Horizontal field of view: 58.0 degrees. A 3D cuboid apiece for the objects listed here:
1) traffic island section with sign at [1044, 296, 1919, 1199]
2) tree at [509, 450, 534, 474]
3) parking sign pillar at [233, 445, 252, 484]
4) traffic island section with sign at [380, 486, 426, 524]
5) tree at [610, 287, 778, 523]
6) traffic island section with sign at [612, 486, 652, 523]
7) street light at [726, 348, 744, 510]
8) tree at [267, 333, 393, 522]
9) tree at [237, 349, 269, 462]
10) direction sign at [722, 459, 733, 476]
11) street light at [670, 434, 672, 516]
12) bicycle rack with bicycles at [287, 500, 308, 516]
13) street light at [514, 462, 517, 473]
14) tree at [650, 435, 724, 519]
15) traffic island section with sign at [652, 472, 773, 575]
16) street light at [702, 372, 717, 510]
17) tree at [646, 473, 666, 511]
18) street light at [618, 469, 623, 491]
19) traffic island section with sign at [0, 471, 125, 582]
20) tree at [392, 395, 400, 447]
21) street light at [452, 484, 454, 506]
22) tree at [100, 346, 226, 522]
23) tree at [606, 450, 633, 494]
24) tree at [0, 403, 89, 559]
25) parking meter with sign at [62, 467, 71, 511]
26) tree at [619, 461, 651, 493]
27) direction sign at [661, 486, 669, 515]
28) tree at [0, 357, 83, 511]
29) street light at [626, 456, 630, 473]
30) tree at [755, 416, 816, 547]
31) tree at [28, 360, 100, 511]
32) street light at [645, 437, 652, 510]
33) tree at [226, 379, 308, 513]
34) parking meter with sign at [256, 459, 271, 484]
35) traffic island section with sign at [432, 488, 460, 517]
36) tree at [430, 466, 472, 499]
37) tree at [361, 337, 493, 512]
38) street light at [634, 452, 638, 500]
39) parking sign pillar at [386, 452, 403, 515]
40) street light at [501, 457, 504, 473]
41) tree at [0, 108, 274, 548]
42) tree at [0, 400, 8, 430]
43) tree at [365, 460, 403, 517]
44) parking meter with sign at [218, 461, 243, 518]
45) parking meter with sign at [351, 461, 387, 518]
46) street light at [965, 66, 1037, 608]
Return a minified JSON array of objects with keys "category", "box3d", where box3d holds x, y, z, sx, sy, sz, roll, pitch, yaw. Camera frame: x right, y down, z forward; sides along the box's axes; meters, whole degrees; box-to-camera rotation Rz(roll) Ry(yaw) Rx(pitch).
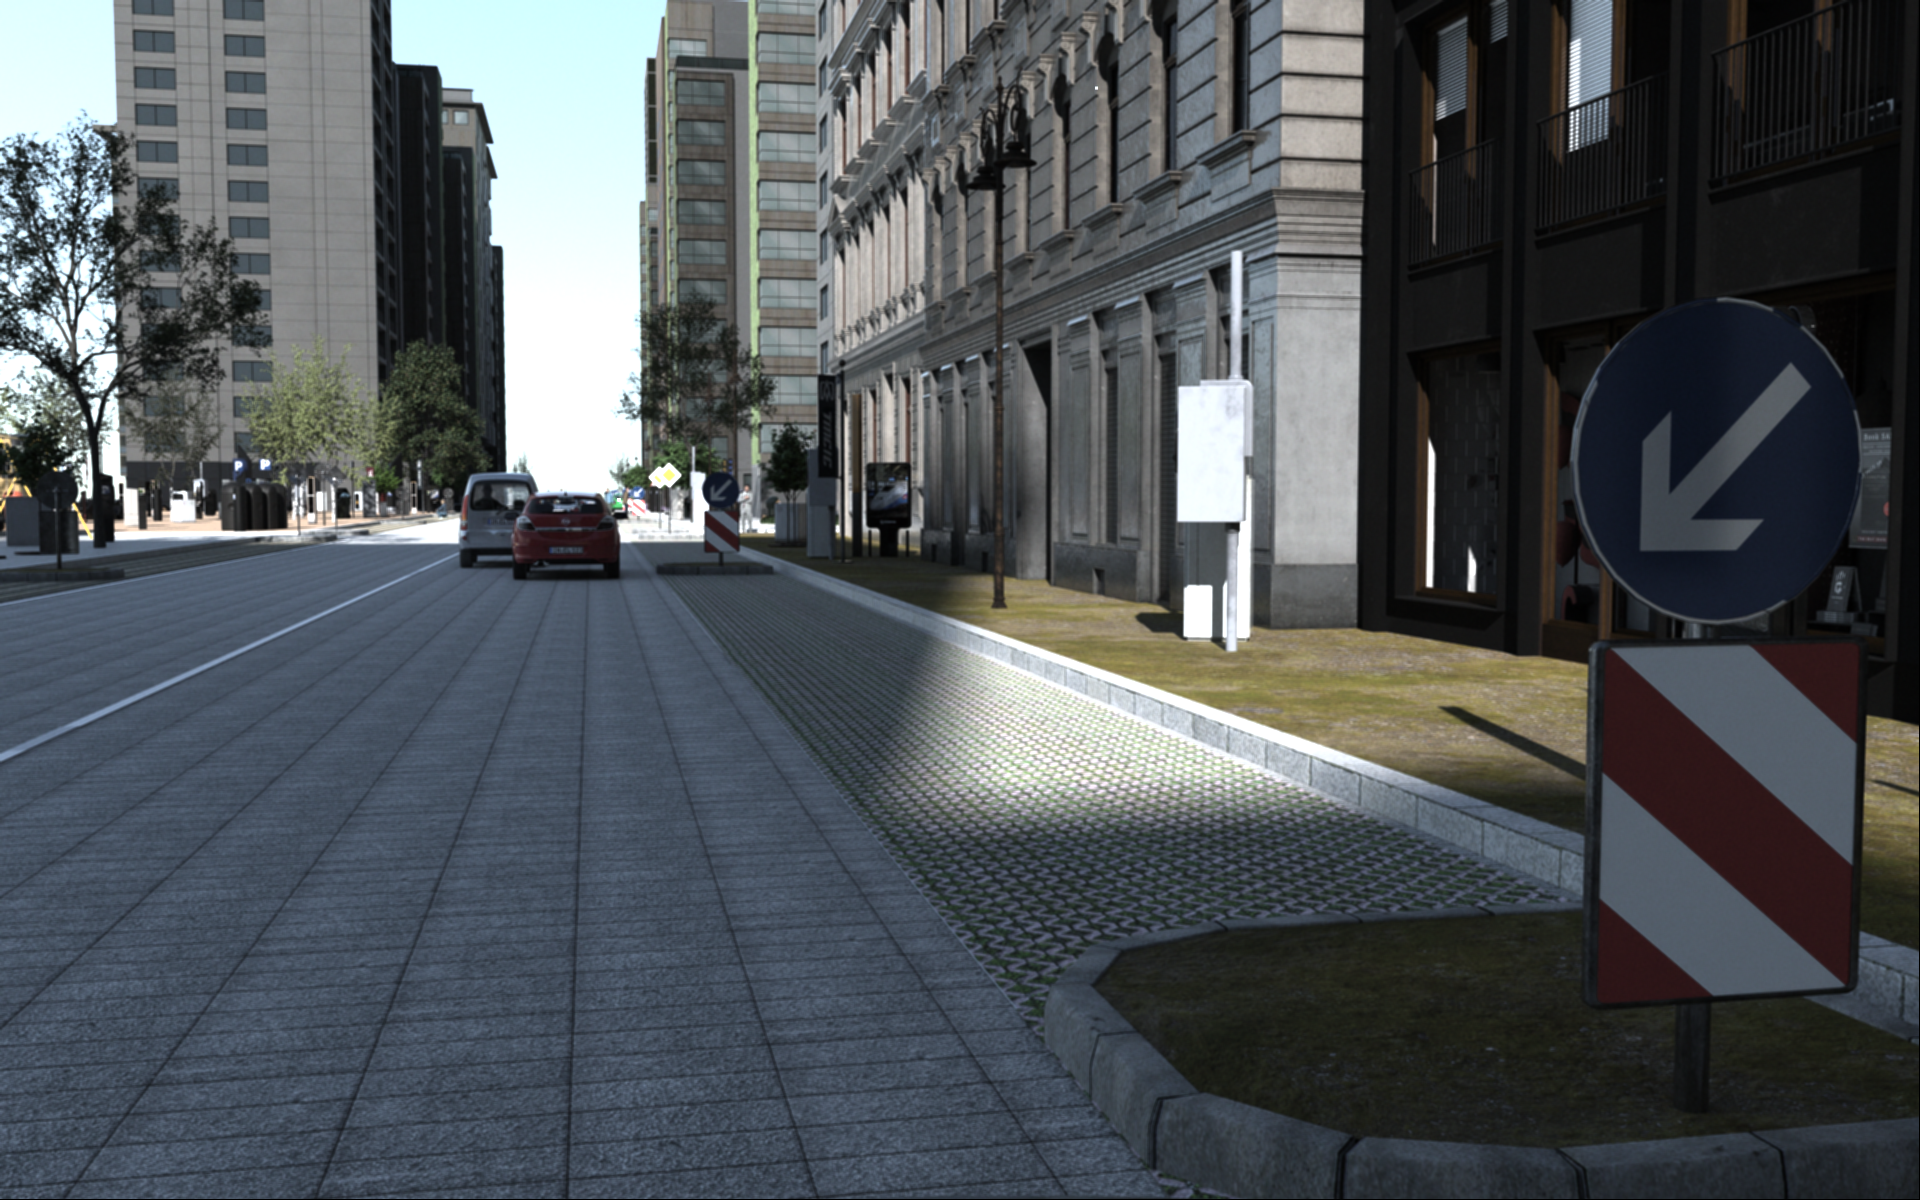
[{"category":"traffic island section with sign","box3d":[1.279,0.268,4.250,1.989,1.847,2.006,-1,4,-12]},{"category":"tree","box3d":[-71.225,-20.240,281.284,4.360,8.622,3.978,0,3,0]},{"category":"parking sign pillar","box3d":[-38.997,-6.463,94.150,1.447,3.967,1.447,3,5,41]},{"category":"traffic island section with sign","box3d":[-26.656,-4.545,82.934,1.989,1.847,2.006,-1,4,-12]},{"category":"tree","box3d":[-11.759,-8.740,77.319,8.767,10.594,7.601,1,4,17]},{"category":"traffic island section with sign","box3d":[-16.051,-4.716,85.732,1.989,1.847,2.006,-1,4,-12]},{"category":"street light","box3d":[-7.139,-5.028,54.992,0.468,5.910,1.993,-1,4,-12]},{"category":"tree","box3d":[-28.542,-7.852,78.739,4.737,8.622,4.395,0,3,0]},{"category":"tree","box3d":[-32.681,-8.180,84.100,4.737,8.622,4.395,0,3,0]},{"category":"direction sign","box3d":[-14.866,-7.260,110.705,0.876,3.537,0.379,2,4,35]},{"category":"street light","box3d":[-16.833,-7.849,101.121,0.468,5.910,1.993,-1,4,-12]},{"category":"bicycle rack with bicycles","box3d":[-39.101,-5.338,100.662,2.852,0.926,2.925,-2,4,-32]},{"category":"street light","box3d":[-64.795,-17.111,252.559,0.468,5.910,1.993,-1,4,-12]},{"category":"tree","box3d":[-14.698,-6.849,95.695,4.285,4.588,4.351,0,3,0]},{"category":"traffic island section with sign","box3d":[-4.485,-1.390,31.353,1.989,1.847,2.006,-1,4,-12]},{"category":"street light","box3d":[-9.453,-5.666,65.422,0.468,5.910,1.993,-1,4,-12]},{"category":"tree","box3d":[-23.119,-8.382,131.653,1.663,3.219,1.824,0,3,0]},{"category":"street light","box3d":[-50.345,-17.452,258.120,0.468,5.910,1.993,-1,4,-12]},{"category":"traffic island section with sign","box3d":[-15.199,-1.245,28.987,1.989,1.847,2.006,-1,4,-12]},{"category":"tree","box3d":[-39.741,-10.224,117.518,4.737,8.622,4.395,0,3,0]},{"category":"street light","box3d":[-40.238,-10.065,137.348,0.468,5.910,1.993,-1,4,-12]},{"category":"tree","box3d":[-36.770,-7.930,80.022,4.360,8.622,3.978,0,3,0]},{"category":"tree","box3d":[-56.137,-20.514,285.772,4.360,8.622,3.978,0,3,0]},{"category":"tree","box3d":[-19.464,-2.587,36.892,1.663,3.219,1.824,0,3,0]},{"category":"parking meter with sign","box3d":[-51.576,-6.327,99.699,0.543,3.016,1.738,-1,4,-13]},{"category":"tree","box3d":[-31.858,-11.506,171.830,4.285,4.588,4.351,0,3,0]},{"category":"direction sign","box3d":[-20.833,-7.914,121.396,0.379,3.537,0.876,-2,4,-28]},{"category":"tree","box3d":[-49.273,-8.758,93.557,4.737,8.622,4.395,0,3,0]},{"category":"street light","box3d":[-42.851,-15.314,223.164,0.468,5.910,1.993,-1,4,-12]},{"category":"tree","box3d":[-4.281,-3.063,44.688,1.663,3.219,1.824,0,3,0]},{"category":"tree","box3d":[-45.690,-8.512,89.539,4.360,8.622,3.978,0,3,0]},{"category":"street light","box3d":[-25.539,-10.325,141.599,0.468,5.910,1.993,-1,4,-12]},{"category":"tree","box3d":[-43.875,-9.785,110.343,4.360,8.622,3.978,0,3,0]},{"category":"parking meter with sign","box3d":[-35.060,-5.555,87.081,0.543,3.016,1.738,-2,4,-31]},{"category":"traffic island section with sign","box3d":[-32.393,-6.190,109.835,1.989,1.847,2.006,-1,4,-12]},{"category":"tree","box3d":[-41.285,-9.608,140.805,4.285,4.588,4.351,0,3,0]},{"category":"tree","box3d":[-38.889,-12.799,126.274,9.611,12.733,9.660,0,3,0]},{"category":"street light","box3d":[-32.991,-12.463,176.564,0.468,5.910,1.993,-1,4,-12]},{"category":"parking sign pillar","box3d":[-35.638,-7.382,109.168,1.447,3.967,1.447,1,4,13]},{"category":"street light","box3d":[-57.435,-14.972,217.575,0.468,5.910,1.993,-1,4,-12]},{"category":"tree","box3d":[-20.560,-6.543,41.389,8.767,10.594,7.601,0,4,-7]},{"category":"tree","box3d":[-61.435,-9.600,107.328,4.360,8.622,3.978,0,3,0]},{"category":"tree","box3d":[-32.765,-6.294,97.508,1.663,3.219,1.824,0,3,0]},{"category":"parking meter with sign","box3d":[-38.533,-5.818,91.387,1.738,3.016,0.543,2,4,35]},{"category":"parking meter with sign","box3d":[-31.550,-5.887,92.515,1.738,3.016,0.543,-2,4,-24]},{"category":"street light","box3d":[0.441,-2.846,19.323,0.468,5.910,1.993,-1,4,-12]}]
